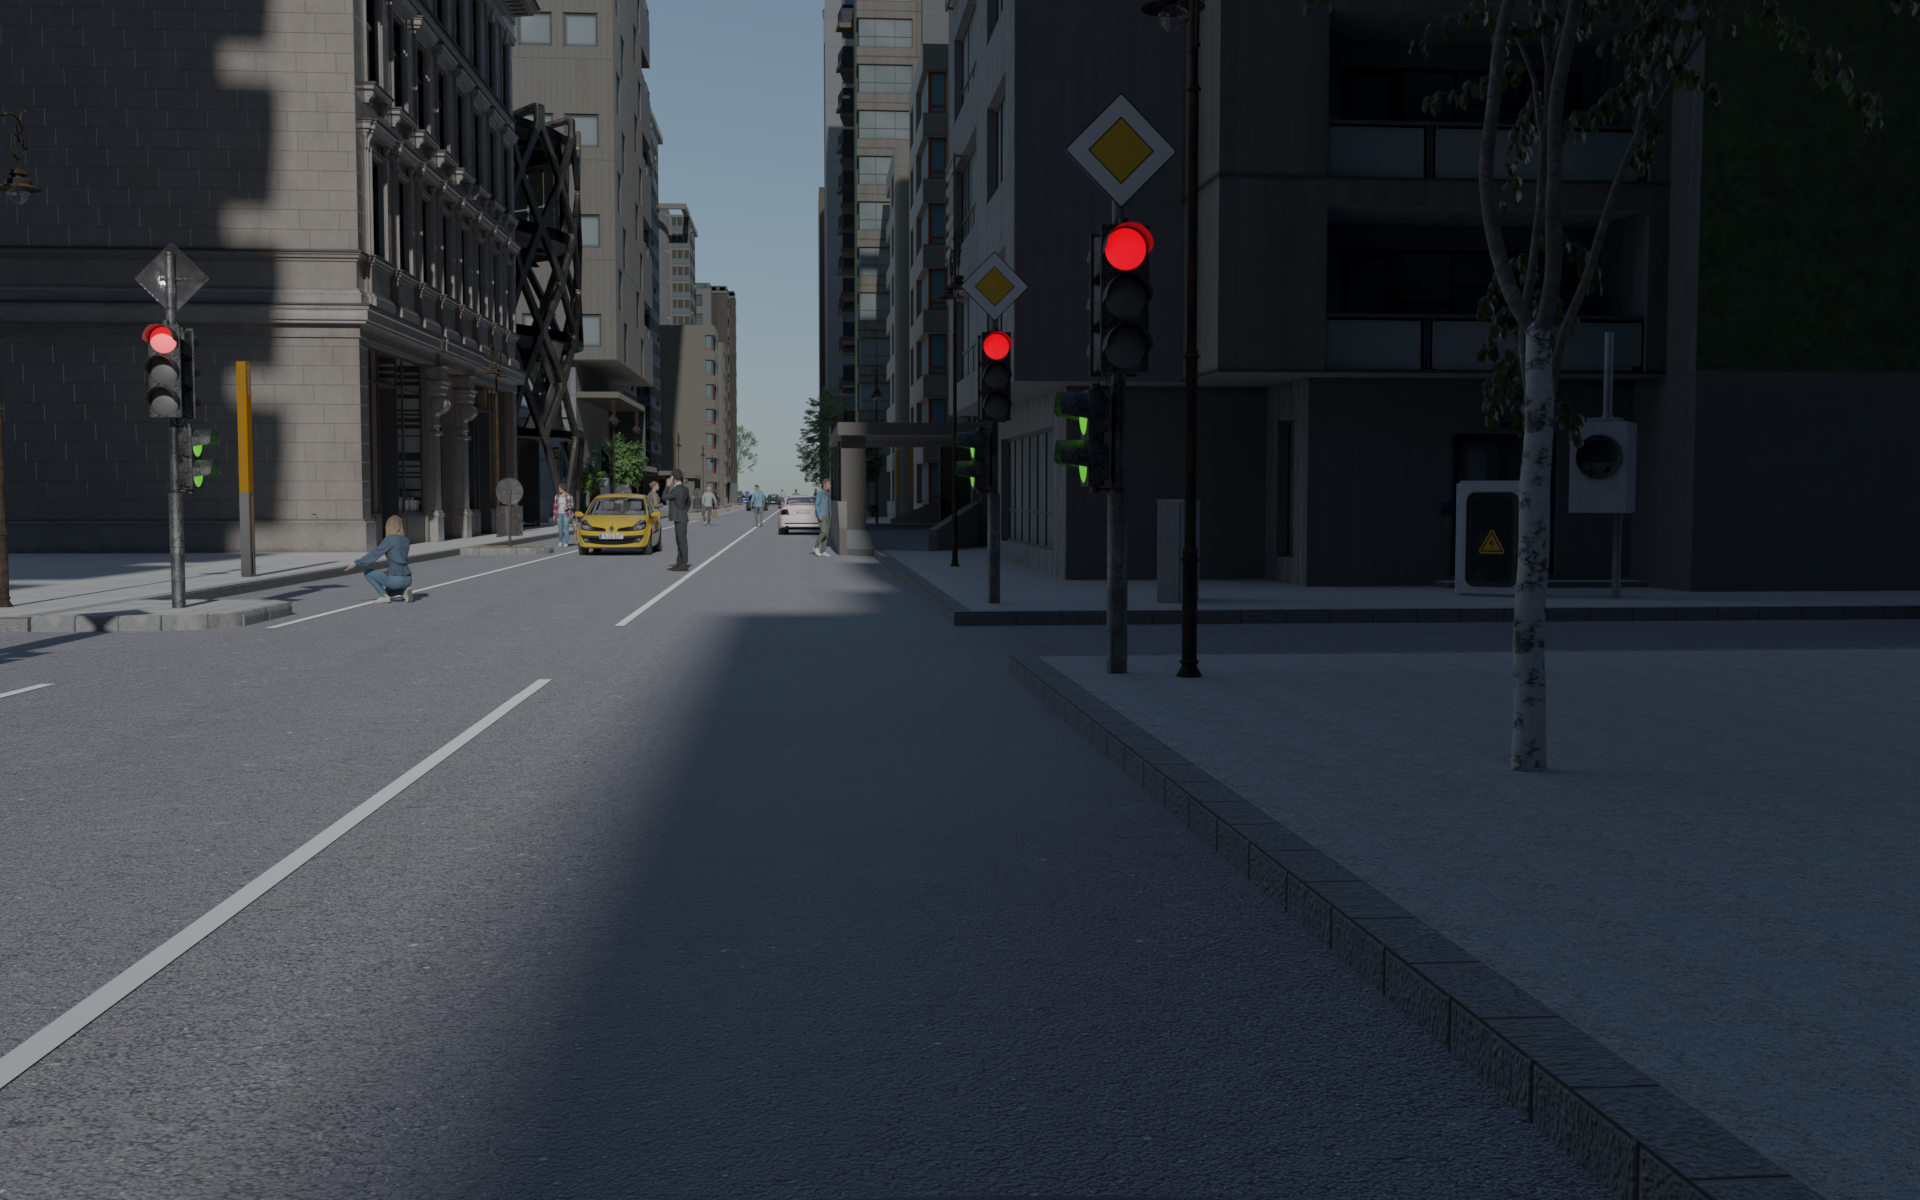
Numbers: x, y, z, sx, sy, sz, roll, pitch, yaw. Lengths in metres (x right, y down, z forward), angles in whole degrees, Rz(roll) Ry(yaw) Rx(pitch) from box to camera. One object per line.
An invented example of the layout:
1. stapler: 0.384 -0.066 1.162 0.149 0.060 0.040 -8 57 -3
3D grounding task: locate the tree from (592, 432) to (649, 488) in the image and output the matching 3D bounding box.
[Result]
1. tree: -17.978 -6.570 91.133 4.285 4.588 4.351 0 3 0

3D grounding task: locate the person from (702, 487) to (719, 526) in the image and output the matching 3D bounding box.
1. person: -11.297 -4.243 78.364 0.782 1.767 0.515 -2 4 -26

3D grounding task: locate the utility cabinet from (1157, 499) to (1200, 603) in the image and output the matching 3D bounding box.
1. utility cabinet: 2.633 -0.589 20.788 0.306 1.237 1.020 1 4 21

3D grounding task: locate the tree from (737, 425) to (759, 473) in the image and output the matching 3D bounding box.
1. tree: -32.942 -19.892 250.986 9.928 11.665 9.643 0 3 0

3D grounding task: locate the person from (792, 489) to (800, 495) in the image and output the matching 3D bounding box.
1. person: -12.281 -7.421 129.918 1.350 1.814 0.705 1 4 9

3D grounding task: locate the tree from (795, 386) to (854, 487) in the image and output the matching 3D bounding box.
1. tree: -13.315 -16.100 181.367 7.486 12.596 7.792 0 3 0

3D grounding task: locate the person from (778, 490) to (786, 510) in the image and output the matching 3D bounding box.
1. person: -16.157 -9.107 157.272 0.709 1.838 0.599 -2 4 -26

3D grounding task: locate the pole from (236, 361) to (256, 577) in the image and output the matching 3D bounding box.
1. pole: -11.021 -2.012 26.732 0.158 3.312 0.155 0 3 0

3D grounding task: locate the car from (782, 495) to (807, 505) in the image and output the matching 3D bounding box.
1. car: -10.060 -5.843 107.892 2.083 1.381 4.827 0 4 -4

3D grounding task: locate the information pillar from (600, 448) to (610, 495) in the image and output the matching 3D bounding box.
1. information pillar: -18.072 -5.919 88.132 0.504 3.616 0.183 -3 5 -43

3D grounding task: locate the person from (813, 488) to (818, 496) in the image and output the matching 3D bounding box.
1. person: -9.586 -6.537 115.521 0.705 1.807 1.348 0 4 7

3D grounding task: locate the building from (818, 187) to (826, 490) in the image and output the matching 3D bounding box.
1. building: -13.091 -36.461 246.244 14.600 45.320 14.200 0 4 -5

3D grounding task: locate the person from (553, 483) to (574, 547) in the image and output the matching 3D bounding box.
1. person: -10.733 -2.300 46.939 0.563 1.720 0.643 0 4 5

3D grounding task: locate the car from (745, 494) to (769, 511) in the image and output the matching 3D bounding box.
1. car: -17.230 -8.402 147.154 2.009 1.686 4.222 0 4 -4

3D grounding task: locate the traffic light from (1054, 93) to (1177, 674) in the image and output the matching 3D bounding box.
1. traffic light: 1.107 -1.431 12.317 0.839 4.253 0.868 0 4 -5

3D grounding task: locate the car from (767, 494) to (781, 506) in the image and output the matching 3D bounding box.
1. car: -22.614 -12.244 209.980 2.009 1.686 4.222 0 4 -4

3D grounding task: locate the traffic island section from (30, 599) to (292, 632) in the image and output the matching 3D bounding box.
1. traffic island section: -8.834 0.167 19.548 2.009 0.180 2.903 0 4 -5

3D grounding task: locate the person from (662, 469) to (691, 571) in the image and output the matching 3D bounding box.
1. person: -5.274 -1.488 32.187 0.474 1.900 0.648 0 4 2

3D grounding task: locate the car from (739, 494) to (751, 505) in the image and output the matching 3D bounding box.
1. car: -26.742 -12.698 217.205 1.945 1.707 3.694 0 4 -3

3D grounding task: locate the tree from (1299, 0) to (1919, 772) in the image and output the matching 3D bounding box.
1. tree: 2.884 -3.515 7.832 4.360 8.622 3.978 0 3 0

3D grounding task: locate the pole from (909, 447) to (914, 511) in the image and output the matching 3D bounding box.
1. pole: -1.902 -4.507 67.526 0.158 3.312 0.155 0 3 0

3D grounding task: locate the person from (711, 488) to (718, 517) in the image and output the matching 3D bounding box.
1. person: -15.704 -6.232 110.524 0.705 1.807 1.348 1 4 14

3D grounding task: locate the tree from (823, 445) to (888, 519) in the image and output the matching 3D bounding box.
1. tree: -5.370 -6.407 88.467 4.285 4.588 4.351 0 3 0

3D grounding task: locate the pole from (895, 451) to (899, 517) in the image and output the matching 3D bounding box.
1. pole: -2.962 -5.389 81.946 0.158 3.312 0.155 0 3 0

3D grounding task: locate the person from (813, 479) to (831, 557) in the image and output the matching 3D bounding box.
1. person: -3.145 -1.887 39.701 0.444 1.785 0.601 2 4 35

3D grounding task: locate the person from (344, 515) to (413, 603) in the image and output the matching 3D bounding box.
1. person: -7.606 -0.538 22.787 0.738 1.151 1.012 2 4 32

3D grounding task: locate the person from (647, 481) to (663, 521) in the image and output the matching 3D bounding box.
1. person: -7.830 -2.174 44.601 0.362 1.759 0.519 -2 4 -32

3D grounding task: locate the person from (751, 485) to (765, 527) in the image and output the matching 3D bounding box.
1. person: -8.822 -4.110 75.566 0.638 1.841 0.748 0 4 -8

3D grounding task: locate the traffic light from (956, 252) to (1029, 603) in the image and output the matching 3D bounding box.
1. traffic light: 0.379 -1.917 20.269 0.839 4.253 0.868 0 4 -5

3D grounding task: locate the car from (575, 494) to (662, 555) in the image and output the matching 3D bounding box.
1. car: -8.206 -1.936 41.872 2.015 1.641 3.980 0 4 -5

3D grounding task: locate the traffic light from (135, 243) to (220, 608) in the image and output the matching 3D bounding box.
1. traffic light: -8.793 -1.865 19.417 0.839 4.253 0.868 0 4 -5

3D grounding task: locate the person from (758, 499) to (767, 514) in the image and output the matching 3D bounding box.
1. person: -14.361 -7.051 124.501 0.721 1.743 1.217 3 5 40

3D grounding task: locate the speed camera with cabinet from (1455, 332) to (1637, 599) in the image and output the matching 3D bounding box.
1. speed camera with cabinet: 7.240 -1.657 21.434 2.038 3.252 0.660 2 4 32

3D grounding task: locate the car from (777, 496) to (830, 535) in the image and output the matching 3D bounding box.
1. car: -5.557 -3.053 62.283 2.083 1.381 4.827 0 4 -4

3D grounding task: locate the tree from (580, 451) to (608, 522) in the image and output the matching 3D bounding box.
1. tree: -16.727 -5.122 78.350 1.663 3.219 1.824 0 3 0

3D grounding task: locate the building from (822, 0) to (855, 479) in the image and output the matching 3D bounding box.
1. building: -5.184 -40.296 200.844 21.231 58.520 28.212 0 4 -5
